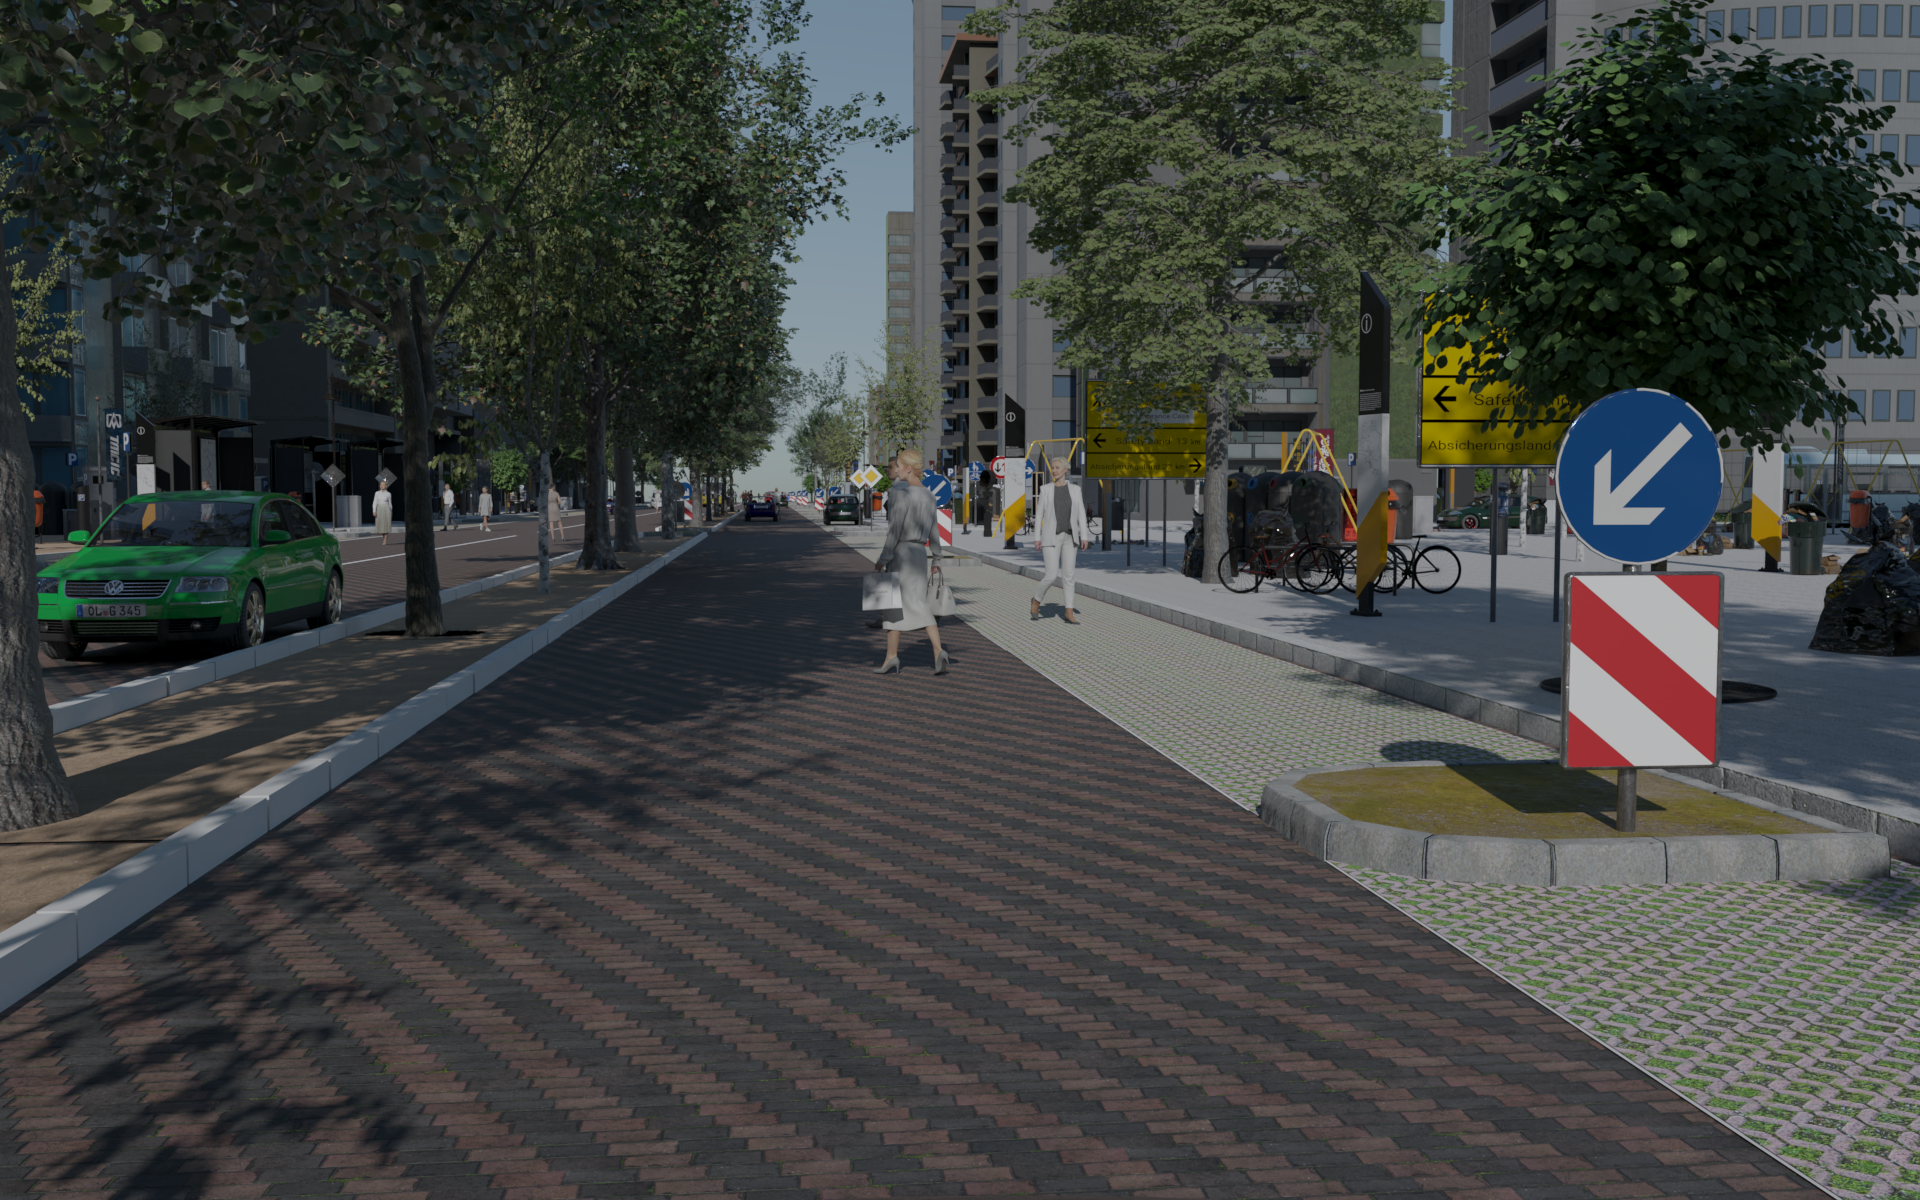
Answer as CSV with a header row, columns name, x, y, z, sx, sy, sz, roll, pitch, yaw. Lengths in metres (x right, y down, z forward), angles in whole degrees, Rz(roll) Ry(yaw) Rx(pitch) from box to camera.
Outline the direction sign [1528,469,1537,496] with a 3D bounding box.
name,x,y,z,sx,sy,sz,roll,pitch,yaw
direction sign,24.068,-4.954,72.996,0.876,3.537,0.379,-3,5,-43

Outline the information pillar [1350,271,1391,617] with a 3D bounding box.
name,x,y,z,sx,sy,sz,roll,pitch,yaw
information pillar,4.305,-1.634,18.070,0.183,3.616,0.504,-1,4,-18

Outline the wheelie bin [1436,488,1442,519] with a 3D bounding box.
name,x,y,z,sx,sy,sz,roll,pitch,yaw
wheelie bin,23.719,-4.762,85.774,0.980,1.594,0.693,-3,5,-45

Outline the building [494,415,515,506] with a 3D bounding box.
name,x,y,z,sx,sy,sz,roll,pitch,yaw
building,-59.238,-45.856,187.998,20.563,71.187,20.611,0,4,-6

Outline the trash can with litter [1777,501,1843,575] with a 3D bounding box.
name,x,y,z,sx,sy,sz,roll,pitch,yaw
trash can with litter,13.581,-0.992,27.605,1.055,1.170,0.624,-2,4,-34

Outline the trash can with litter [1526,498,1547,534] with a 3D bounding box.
name,x,y,z,sx,sy,sz,roll,pitch,yaw
trash can with litter,18.253,-2.681,55.225,0.624,1.170,1.055,-1,4,-12

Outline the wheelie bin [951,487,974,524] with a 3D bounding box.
name,x,y,z,sx,sy,sz,roll,pitch,yaw
wheelie bin,0.068,-3.990,73.140,0.693,1.594,0.980,1,4,12

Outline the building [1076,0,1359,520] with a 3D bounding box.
name,x,y,z,sx,sy,sz,roll,pitch,yaw
building,13.766,-25.524,100.904,14.154,41.232,14.086,0,4,-6

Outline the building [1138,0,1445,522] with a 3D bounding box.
name,x,y,z,sx,sy,sz,roll,pitch,yaw
building,14.405,-24.543,84.869,14.086,41.232,14.154,0,4,-6

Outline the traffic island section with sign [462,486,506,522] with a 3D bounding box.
name,x,y,z,sx,sy,sz,roll,pitch,yaw
traffic island section with sign,-24.164,-4.859,88.065,1.989,1.847,2.006,0,4,-6

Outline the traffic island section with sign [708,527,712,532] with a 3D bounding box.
name,x,y,z,sx,sy,sz,roll,pitch,yaw
traffic island section with sign,-10.512,-3.557,66.298,2.006,1.907,1.989,0,4,-6

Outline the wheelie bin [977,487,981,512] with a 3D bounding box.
name,x,y,z,sx,sy,sz,roll,pitch,yaw
wheelie bin,0.521,-4.171,76.106,0.980,1.594,0.693,3,5,39

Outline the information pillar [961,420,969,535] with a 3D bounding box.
name,x,y,z,sx,sy,sz,roll,pitch,yaw
information pillar,0.183,-3.876,54.725,0.183,3.616,0.504,-1,4,-13

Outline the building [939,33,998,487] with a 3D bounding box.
name,x,y,z,sx,sy,sz,roll,pitch,yaw
building,9.538,-31.263,165.774,22.147,44.769,28.867,0,4,-6

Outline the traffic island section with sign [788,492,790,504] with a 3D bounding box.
name,x,y,z,sx,sy,sz,roll,pitch,yaw
traffic island section with sign,-18.027,-11.313,193.587,1.989,1.847,2.006,0,4,-6

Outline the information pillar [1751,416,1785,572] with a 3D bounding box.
name,x,y,z,sx,sy,sz,roll,pitch,yaw
information pillar,13.327,-2.273,28.518,0.183,3.616,0.504,-3,4,-38

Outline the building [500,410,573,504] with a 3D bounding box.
name,x,y,z,sx,sy,sz,roll,pitch,yaw
building,-61.455,-33.927,238.292,14.154,41.232,14.086,0,4,-6

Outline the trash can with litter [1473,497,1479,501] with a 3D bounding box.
name,x,y,z,sx,sy,sz,roll,pitch,yaw
trash can with litter,22.066,-3.764,72.930,1.055,1.170,0.624,-1,4,-21

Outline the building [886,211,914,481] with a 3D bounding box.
name,x,y,z,sx,sy,sz,roll,pitch,yaw
building,-3.857,-34.802,252.604,14.154,41.232,14.086,0,4,-6

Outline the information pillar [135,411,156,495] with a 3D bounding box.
name,x,y,z,sx,sy,sz,roll,pitch,yaw
information pillar,-22.879,-3.505,48.669,0.504,3.616,0.183,0,4,-2

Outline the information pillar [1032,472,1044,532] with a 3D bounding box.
name,x,y,z,sx,sy,sz,roll,pitch,yaw
information pillar,2.606,-3.274,58.017,0.304,2.012,0.304,-2,4,-30

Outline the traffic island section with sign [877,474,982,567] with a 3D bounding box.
name,x,y,z,sx,sy,sz,roll,pitch,yaw
traffic island section with sign,-0.661,-1.602,34.829,1.989,1.847,2.006,0,4,-6

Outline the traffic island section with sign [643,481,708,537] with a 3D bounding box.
name,x,y,z,sx,sy,sz,roll,pitch,yaw
traffic island section with sign,-9.716,-3.107,58.934,2.006,1.907,1.989,0,4,-6

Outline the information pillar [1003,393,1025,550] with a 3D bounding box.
name,x,y,z,sx,sy,sz,roll,pitch,yaw
information pillar,1.258,-2.979,40.053,0.504,3.616,0.183,0,4,6

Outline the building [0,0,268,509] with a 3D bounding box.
name,x,y,z,sx,sy,sz,roll,pitch,yaw
building,-49.977,-28.579,86.872,23.786,49.044,30.456,0,4,-6

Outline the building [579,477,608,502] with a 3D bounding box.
name,x,y,z,sx,sy,sz,roll,pitch,yaw
building,-65.393,-36.638,282.620,14.154,41.232,14.086,0,4,-6

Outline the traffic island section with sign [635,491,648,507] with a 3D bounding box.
name,x,y,z,sx,sy,sz,roll,pitch,yaw
traffic island section with sign,-35.417,-11.152,190.956,1.989,1.847,2.006,0,4,-6

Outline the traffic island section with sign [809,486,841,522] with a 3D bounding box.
name,x,y,z,sx,sy,sz,roll,pitch,yaw
traffic island section with sign,-6.543,-4.889,88.558,1.989,1.847,2.006,0,4,-6

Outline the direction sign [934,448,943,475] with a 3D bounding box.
name,x,y,z,sx,sy,sz,roll,pitch,yaw
direction sign,-0.996,-5.773,86.384,0.379,3.537,0.876,1,4,17

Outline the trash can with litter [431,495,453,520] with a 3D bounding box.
name,x,y,z,sx,sy,sz,roll,pitch,yaw
trash can with litter,-26.726,-4.641,86.938,2.233,1.210,1.678,1,4,9

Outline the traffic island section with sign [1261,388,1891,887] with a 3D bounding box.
name,x,y,z,sx,sy,sz,roll,pitch,yaw
traffic island section with sign,2.357,0.084,7.250,1.989,1.847,2.006,0,4,-6

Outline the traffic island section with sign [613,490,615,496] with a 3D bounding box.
name,x,y,z,sx,sy,sz,roll,pitch,yaw
traffic island section with sign,-32.434,-9.487,163.741,1.989,1.847,2.006,0,4,-6

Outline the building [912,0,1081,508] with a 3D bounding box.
name,x,y,z,sx,sy,sz,roll,pitch,yaw
building,5.288,-39.851,193.565,21.231,58.520,28.212,0,4,-6

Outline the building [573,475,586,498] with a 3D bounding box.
name,x,y,z,sx,sy,sz,roll,pitch,yaw
building,-69.034,-39.143,259.589,23.786,49.044,30.456,0,4,-6

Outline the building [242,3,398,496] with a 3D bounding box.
name,x,y,z,sx,sy,sz,roll,pitch,yaw
building,-52.796,-30.400,120.747,21.300,48.544,21.600,0,4,-6

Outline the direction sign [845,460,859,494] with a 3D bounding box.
name,x,y,z,sx,sy,sz,roll,pitch,yaw
direction sign,-7.150,-7.502,114.649,0.876,3.537,0.379,0,4,0

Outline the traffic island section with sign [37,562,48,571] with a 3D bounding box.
name,x,y,z,sx,sy,sz,roll,pitch,yaw
traffic island section with sign,-17.994,-1.417,31.793,1.989,1.847,2.006,0,4,-6

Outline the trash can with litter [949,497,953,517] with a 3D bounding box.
name,x,y,z,sx,sy,sz,roll,pitch,yaw
trash can with litter,-0.642,-4.501,84.985,0.624,1.170,1.055,0,4,0

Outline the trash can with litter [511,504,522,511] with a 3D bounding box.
name,x,y,z,sx,sy,sz,roll,pitch,yaw
trash can with litter,-32.755,-7.182,128.491,2.233,1.210,1.678,1,4,19

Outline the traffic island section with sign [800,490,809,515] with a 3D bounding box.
name,x,y,z,sx,sy,sz,roll,pitch,yaw
traffic island section with sign,-9.544,-6.566,115.982,1.989,1.847,2.006,0,4,-6

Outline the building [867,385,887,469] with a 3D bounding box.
name,x,y,z,sx,sy,sz,roll,pitch,yaw
building,-0.901,-27.177,289.389,27.650,21.520,28.899,0,4,-6

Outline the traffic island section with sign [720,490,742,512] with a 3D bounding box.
name,x,y,z,sx,sy,sz,roll,pitch,yaw
traffic island section with sign,-18.694,-8.126,140.992,2.006,1.907,1.989,0,4,-6

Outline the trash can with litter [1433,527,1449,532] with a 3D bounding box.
name,x,y,z,sx,sy,sz,roll,pitch,yaw
trash can with litter,15.927,-2.937,59.079,2.233,1.210,1.678,-2,4,-29

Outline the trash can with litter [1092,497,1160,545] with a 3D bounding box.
name,x,y,z,sx,sy,sz,roll,pitch,yaw
trash can with litter,4.153,-2.023,44.129,1.678,1.210,2.233,-2,4,-34

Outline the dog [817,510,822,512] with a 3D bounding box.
name,x,y,z,sx,sy,sz,roll,pitch,yaw
dog,-11.173,-7.334,136.744,0.800,0.831,0.513,-2,4,-30

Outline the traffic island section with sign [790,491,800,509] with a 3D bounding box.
name,x,y,z,sx,sy,sz,roll,pitch,yaw
traffic island section with sign,-14.992,-9.620,165.914,1.989,1.847,2.006,0,4,-6

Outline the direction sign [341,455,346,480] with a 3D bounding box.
name,x,y,z,sx,sy,sz,roll,pitch,yaw
direction sign,-35.100,-6.562,99.290,0.876,3.537,0.379,1,4,20

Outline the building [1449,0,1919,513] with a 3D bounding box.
name,x,y,z,sx,sy,sz,roll,pitch,yaw
building,42.948,-33.606,91.462,28.212,58.520,21.231,0,4,-6

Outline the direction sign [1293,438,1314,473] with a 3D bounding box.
name,x,y,z,sx,sy,sz,roll,pitch,yaw
direction sign,13.859,-4.766,69.925,0.876,3.537,0.379,2,4,32

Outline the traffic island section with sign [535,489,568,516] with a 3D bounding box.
name,x,y,z,sx,sy,sz,roll,pitch,yaw
traffic island section with sign,-27.110,-6.505,114.992,1.989,1.847,2.006,0,4,-6

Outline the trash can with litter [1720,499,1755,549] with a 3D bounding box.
name,x,y,z,sx,sy,sz,roll,pitch,yaw
trash can with litter,18.072,-1.768,40.291,1.055,1.170,0.624,-1,4,-13

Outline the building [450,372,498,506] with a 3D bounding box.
name,x,y,z,sx,sy,sz,roll,pitch,yaw
building,-54.326,-31.911,171.847,14.600,45.320,14.200,0,4,-6

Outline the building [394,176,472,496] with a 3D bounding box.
name,x,y,z,sx,sy,sz,roll,pitch,yaw
building,-58.160,-34.314,150.270,28.713,52.752,27.495,0,4,-6
